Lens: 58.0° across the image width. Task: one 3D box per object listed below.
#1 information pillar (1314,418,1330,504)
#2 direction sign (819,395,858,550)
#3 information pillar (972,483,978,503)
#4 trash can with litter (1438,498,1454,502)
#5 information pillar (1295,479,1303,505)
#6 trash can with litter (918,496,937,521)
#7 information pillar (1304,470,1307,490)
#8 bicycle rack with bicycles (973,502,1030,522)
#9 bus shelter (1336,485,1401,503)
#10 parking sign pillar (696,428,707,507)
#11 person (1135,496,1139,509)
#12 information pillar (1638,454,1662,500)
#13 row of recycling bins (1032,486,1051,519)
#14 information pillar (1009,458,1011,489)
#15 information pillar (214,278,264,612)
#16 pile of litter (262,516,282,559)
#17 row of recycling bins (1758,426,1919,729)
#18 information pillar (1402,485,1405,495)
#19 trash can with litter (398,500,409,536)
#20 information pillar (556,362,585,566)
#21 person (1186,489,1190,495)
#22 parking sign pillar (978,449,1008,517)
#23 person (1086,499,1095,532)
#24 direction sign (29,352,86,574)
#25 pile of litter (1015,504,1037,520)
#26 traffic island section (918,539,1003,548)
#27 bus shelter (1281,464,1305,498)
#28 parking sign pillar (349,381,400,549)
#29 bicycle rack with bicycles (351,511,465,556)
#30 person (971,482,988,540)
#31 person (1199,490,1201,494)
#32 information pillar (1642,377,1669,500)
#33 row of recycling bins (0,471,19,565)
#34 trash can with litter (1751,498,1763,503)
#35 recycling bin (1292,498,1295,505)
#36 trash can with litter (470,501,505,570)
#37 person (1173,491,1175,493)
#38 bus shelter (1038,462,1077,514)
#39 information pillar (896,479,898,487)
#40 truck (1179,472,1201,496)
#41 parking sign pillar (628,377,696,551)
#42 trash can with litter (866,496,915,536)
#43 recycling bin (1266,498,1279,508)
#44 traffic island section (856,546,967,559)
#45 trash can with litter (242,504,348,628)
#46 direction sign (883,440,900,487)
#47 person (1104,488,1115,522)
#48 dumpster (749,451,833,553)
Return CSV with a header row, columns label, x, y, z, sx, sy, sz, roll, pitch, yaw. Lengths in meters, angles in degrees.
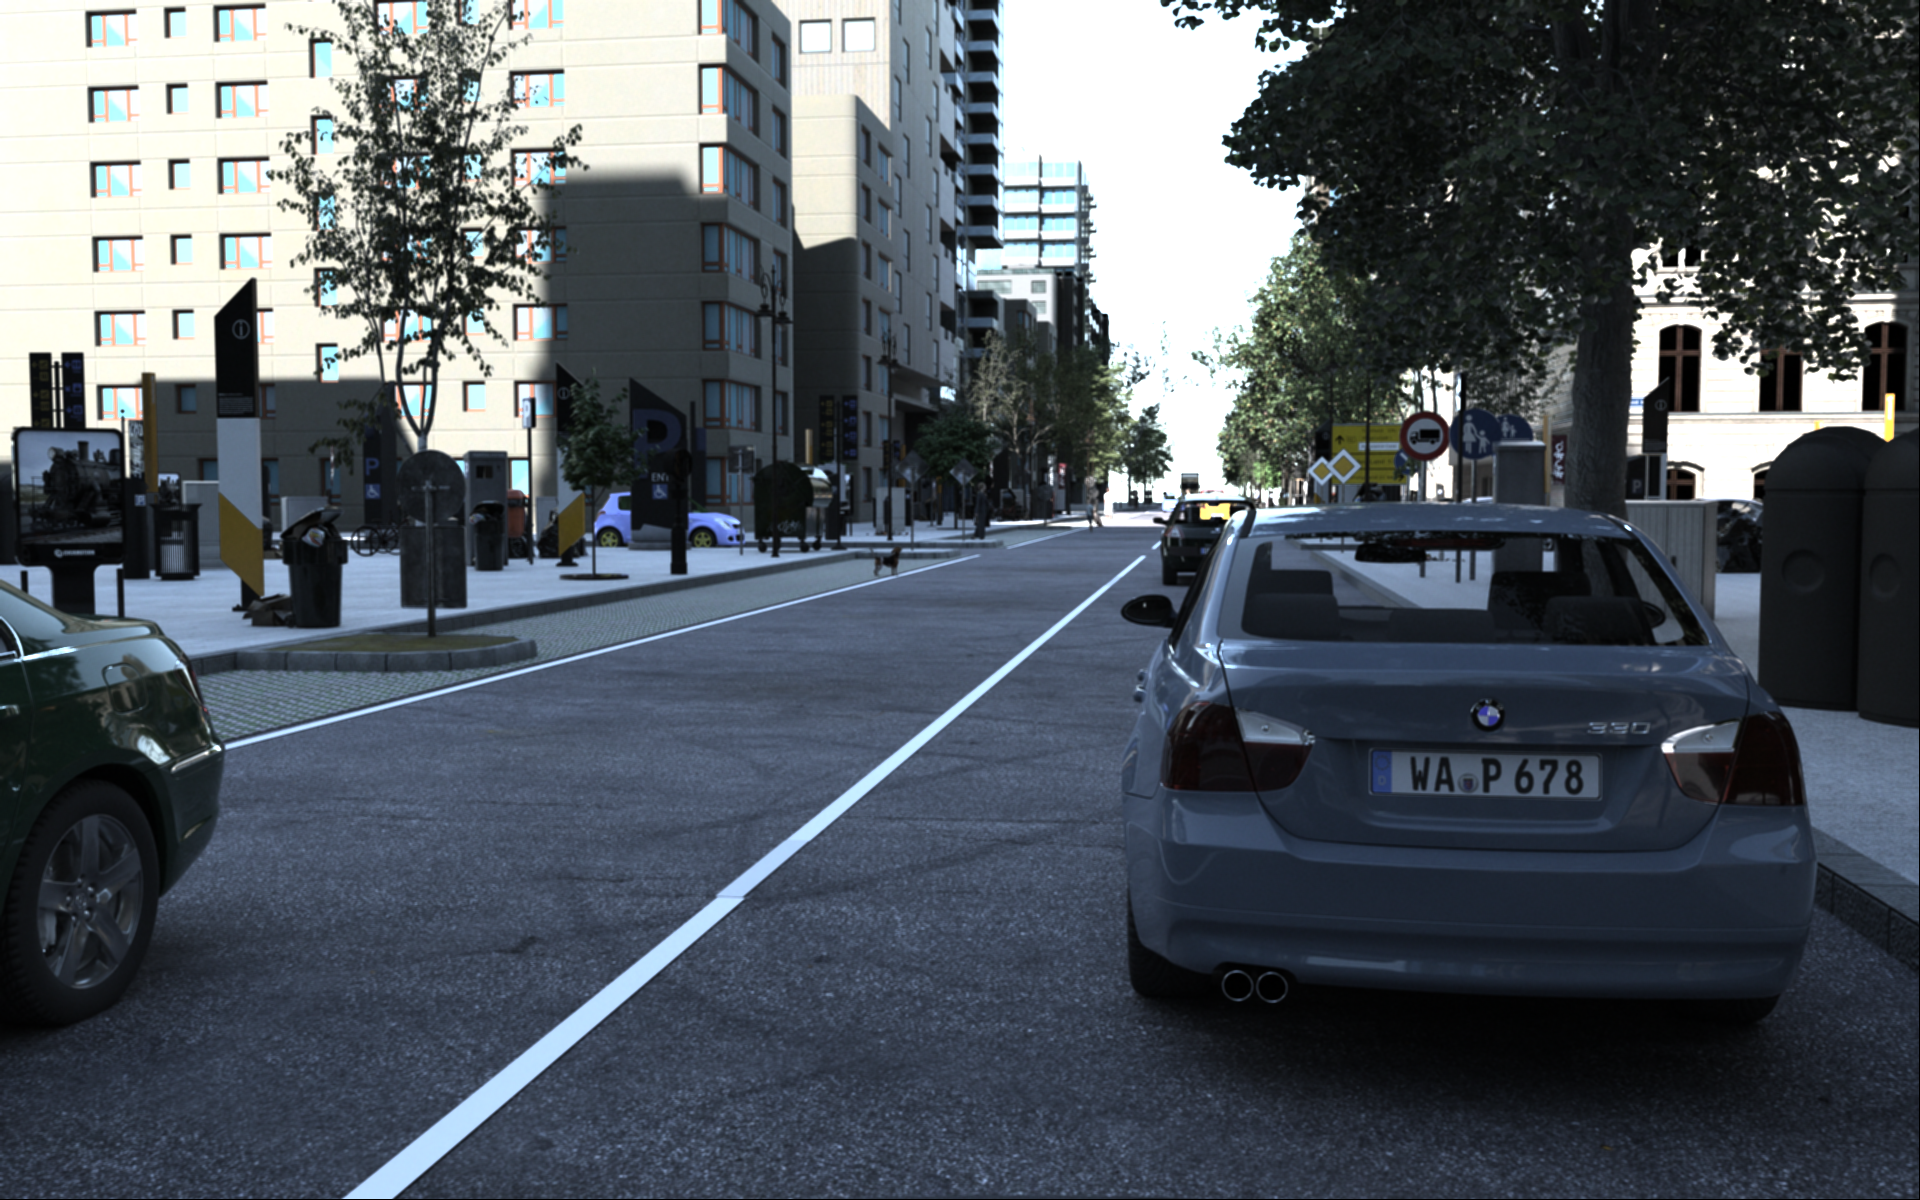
label,x,y,z,sx,sy,sz,roll,pitch,yaw
information pillar,11.192,-3.799,53.468,0.504,3.616,0.183,-1,4,-17
direction sign,-2.786,-2.921,39.756,0.876,3.537,0.379,0,4,3
information pillar,0.943,-6.431,109.640,0.304,2.012,0.304,-3,5,-44
trash can with litter,13.545,-2.303,49.038,0.624,1.170,1.055,-1,4,-11
information pillar,16.786,-4.975,85.828,0.304,2.012,0.304,-1,4,-19
trash can with litter,-1.477,-4.304,81.761,0.624,1.170,1.055,3,5,40
information pillar,23.788,-7.850,119.703,0.183,3.616,0.504,-2,4,-27
bicycle rack with bicycles,2.073,-4.088,80.226,2.925,0.926,2.852,-3,4,-38
bus shelter,12.592,-3.646,53.531,2.014,3.302,5.546,1,4,8
parking sign pillar,-7.726,-3.825,51.014,1.447,3.967,1.447,-1,4,-9
person,15.204,-8.390,148.915,0.421,1.427,0.697,0,4,1
information pillar,12.657,-1.672,31.824,0.304,2.012,0.304,-1,4,-11
row of recycling bins,4.304,-5.146,91.243,1.069,1.692,3.534,0,4,4
information pillar,3.228,-7.404,112.408,0.183,3.616,0.504,1,4,8
information pillar,-7.854,-1.685,18.902,0.504,3.616,0.183,1,4,12
pile of litter,-13.689,-1.249,34.379,1.719,0.858,1.176,-3,4,-37
row of recycling bins,5.720,-0.132,9.264,1.069,1.692,3.534,-1,4,-18
information pillar,21.993,-5.781,85.876,0.183,3.616,0.504,0,4,3
trash can with litter,-16.482,-2.376,50.234,0.624,1.170,1.055,3,5,42
information pillar,-6.904,-2.404,30.662,0.504,3.616,0.183,1,4,10
person,14.609,-6.266,111.291,0.374,1.781,0.599,0,4,-6
parking sign pillar,2.110,-6.721,98.366,1.447,3.967,1.447,-3,4,-37
person,4.895,-3.167,64.963,0.352,1.250,0.332,0,4,-5
direction sign,-14.450,-2.190,27.802,0.876,3.537,0.379,0,4,3
pile of litter,3.083,-4.455,86.804,1.719,0.858,1.176,-1,4,-13
traffic island section,0.078,-1.523,47.187,2.009,0.180,2.903,1,4,8
bus shelter,21.521,-7.435,112.840,1.731,3.624,6.357,1,4,8
parking sign pillar,-13.611,-3.192,40.666,1.447,3.967,1.447,0,4,-2
bicycle rack with bicycles,-11.654,-1.451,37.103,2.925,0.926,2.852,-2,4,-26
person,0.584,-2.566,50.878,0.534,1.772,0.576,0,4,-7
person,24.814,-10.407,178.738,1.350,1.814,0.705,-1,4,-12
information pillar,14.003,-2.663,34.897,0.504,3.616,0.183,1,4,8
row of recycling bins,-18.578,-1.467,31.092,3.534,1.692,1.069,-2,4,-25
trash can with litter,20.775,-2.023,44.458,0.624,1.170,1.055,-2,4,-28
recycling bin,20.377,-5.735,106.317,0.722,1.027,0.722,-2,4,-35
trash can with litter,-8.035,-1.089,29.198,0.624,1.170,1.055,-2,4,-26
person,22.376,-10.513,181.096,1.217,1.735,0.721,0,4,-8
bus shelter,6.362,-7.270,112.787,2.014,3.302,5.546,1,4,9
information pillar,-2.925,-4.763,82.362,0.304,2.012,0.304,1,4,16
truck,30.106,-14.549,226.787,2.839,4.237,11.283,0,4,8
parking sign pillar,-6.935,-3.145,39.899,1.447,3.967,1.447,-1,4,-13
trash can with litter,-2.091,-2.641,54.235,1.678,1.210,2.233,1,4,8
recycling bin,18.636,-5.528,102.940,0.722,1.027,0.722,0,4,-3
traffic island section,-1.104,-1.040,39.290,2.009,0.180,2.903,1,4,8
trash can with litter,-6.456,-0.327,16.727,1.055,1.170,0.624,1,4,18
direction sign,-2.871,-4.937,72.717,0.876,3.537,0.379,-3,5,-41
person,7.591,-4.819,87.853,0.480,1.755,0.524,1,4,22
dumpster,-3.776,-2.209,38.619,1.502,2.255,1.985,1,4,8
